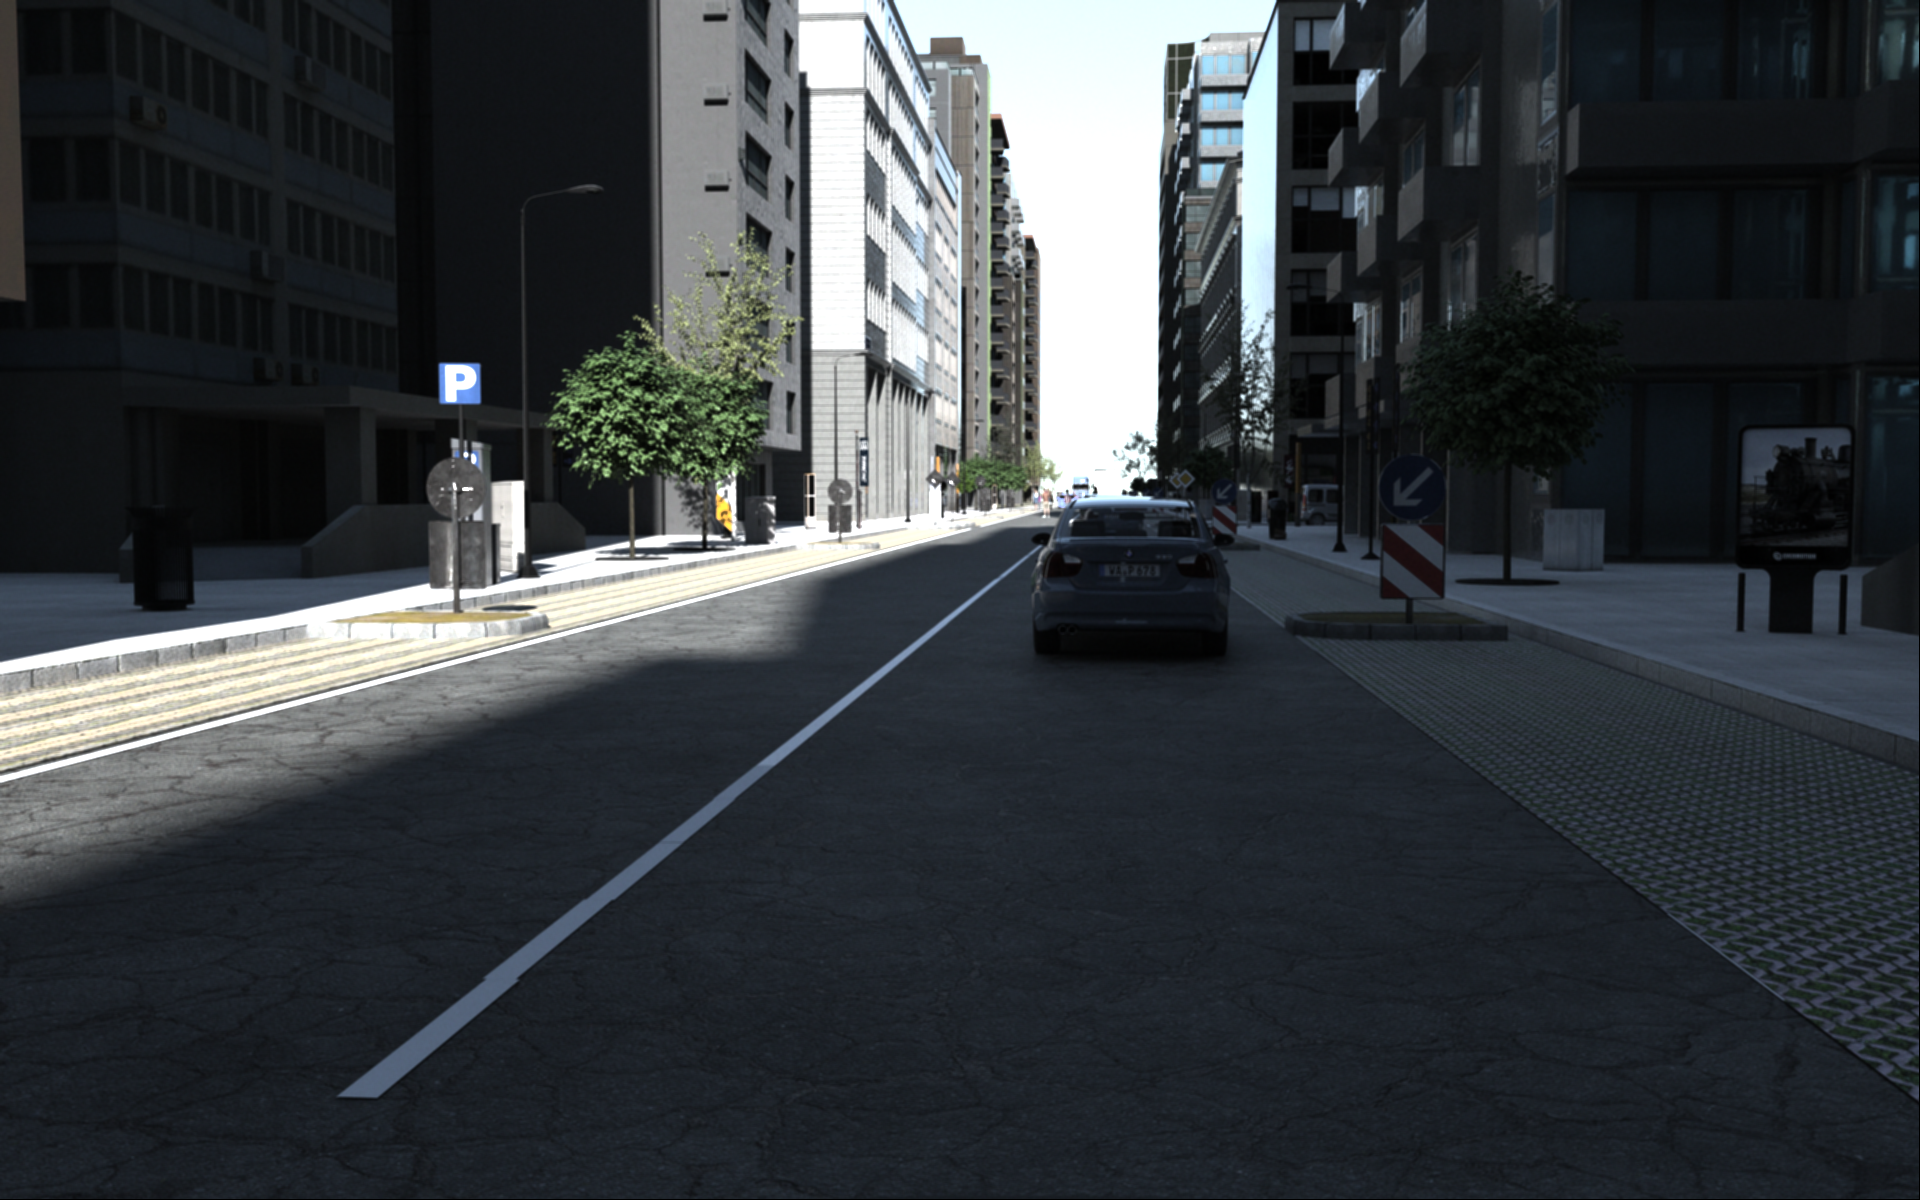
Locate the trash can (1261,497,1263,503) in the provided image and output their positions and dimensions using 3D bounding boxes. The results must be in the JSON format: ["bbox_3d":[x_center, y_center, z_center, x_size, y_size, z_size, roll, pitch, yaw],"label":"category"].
[{"bbox_3d":[13.474,-4.130,79.174,0.748,1.137,0.748,0,3,0],"label":"trash can"}]

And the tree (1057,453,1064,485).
[{"bbox_3d":[11.671,-18.053,245.528,4.737,8.622,4.395,0,3,0],"label":"tree"}]

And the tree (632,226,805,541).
[{"bbox_3d":[-6.415,-5.919,47.132,4.737,8.622,4.395,0,3,0],"label":"tree"}]

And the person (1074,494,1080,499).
[{"bbox_3d":[11.783,-9.923,173.976,0.697,1.427,0.421,-1,4,-22],"label":"person"}]

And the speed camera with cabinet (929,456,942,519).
[{"bbox_3d":[-1.259,-5.819,89.476,0.660,3.252,2.038,0,4,0],"label":"speed camera with cabinet"}]

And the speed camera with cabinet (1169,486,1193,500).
[{"bbox_3d":[19.047,-9.481,149.350,2.038,3.252,0.660,-2,4,-25],"label":"speed camera with cabinet"}]

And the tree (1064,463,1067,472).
[{"bbox_3d":[15.595,-20.764,289.849,4.737,8.622,4.395,0,3,0],"label":"tree"}]

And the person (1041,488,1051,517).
[{"bbox_3d":[5.366,-6.028,107.031,0.573,1.828,0.580,3,5,40],"label":"person"}]

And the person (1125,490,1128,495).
[{"bbox_3d":[15.492,-9.337,161.185,0.705,1.821,1.348,-1,4,-15],"label":"person"}]

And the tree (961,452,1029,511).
[{"bbox_3d":[3.015,-9.951,146.419,4.285,4.588,4.351,0,3,0],"label":"tree"}]

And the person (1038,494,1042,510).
[{"bbox_3d":[7.048,-8.722,154.323,0.991,1.433,0.599,1,4,23],"label":"person"}]

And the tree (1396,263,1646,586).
[{"bbox_3d":[7.975,-2.516,24.843,4.285,4.588,4.351,0,3,0],"label":"tree"}]

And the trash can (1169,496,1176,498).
[{"bbox_3d":[16.024,-7.251,130.201,0.748,1.137,0.748,0,3,0],"label":"trash can"}]

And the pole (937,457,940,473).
[{"bbox_3d":[-1.190,-6.154,94.456,0.158,3.312,0.155,0,3,0],"label":"pole"}]

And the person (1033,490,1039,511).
[{"bbox_3d":[6.578,-8.623,149.513,0.581,1.822,0.654,1,4,15],"label":"person"}]

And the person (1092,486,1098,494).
[{"bbox_3d":[8.349,-5.989,105.783,0.474,1.900,0.648,-3,4,-36],"label":"person"}]

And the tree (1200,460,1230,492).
[{"bbox_3d":[14.376,-6.331,98.116,1.663,3.219,1.824,0,3,0],"label":"tree"}]

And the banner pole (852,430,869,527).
[{"bbox_3d":[-3.857,-4.743,67.558,0.863,3.779,0.401,3,5,40],"label":"banner pole"}]

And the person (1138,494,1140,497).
[{"bbox_3d":[16.559,-9.105,160.620,0.557,1.426,1.065,3,5,43],"label":"person"}]

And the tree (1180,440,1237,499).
[{"bbox_3d":[15.008,-7.403,104.758,4.285,4.588,4.351,0,3,0],"label":"tree"}]

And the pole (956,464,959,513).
[{"bbox_3d":[-0.172,-7.534,117.027,0.158,3.312,0.155,0,3,0],"label":"pole"}]

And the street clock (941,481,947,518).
[{"bbox_3d":[-0.959,-5.292,91.097,0.471,2.002,0.358,-3,5,-39],"label":"street clock"}]

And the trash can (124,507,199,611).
[{"bbox_3d":[-8.816,-0.459,19.163,0.748,1.137,0.748,0,3,0],"label":"trash can"}]

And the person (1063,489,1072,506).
[{"bbox_3d":[6.290,-5.583,100.612,0.563,1.720,0.643,-2,4,-35],"label":"person"}]

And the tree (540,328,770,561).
[{"bbox_3d":[-6.509,-3.068,33.873,4.285,4.588,4.351,0,3,0],"label":"tree"}]

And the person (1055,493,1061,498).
[{"bbox_3d":[11.938,-12.055,206.324,1.217,1.736,0.721,1,4,13],"label":"person"}]

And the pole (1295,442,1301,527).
[{"bbox_3d":[13.349,-4.559,68.381,0.158,3.312,0.155,0,3,0],"label":"pole"}]

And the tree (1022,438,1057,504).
[{"bbox_3d":[9.618,-16.968,227.792,4.737,8.622,4.395,0,3,0],"label":"tree"}]

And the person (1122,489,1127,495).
[{"bbox_3d":[13.112,-7.969,138.573,0.755,1.850,0.659,-1,4,-11],"label":"person"}]

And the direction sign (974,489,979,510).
[{"bbox_3d":[1.365,-9.231,142.915,0.876,3.537,0.379,-1,4,-12],"label":"direction sign"}]

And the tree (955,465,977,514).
[{"bbox_3d":[0.376,-7.337,114.555,1.663,3.219,1.824,0,3,0],"label":"tree"}]

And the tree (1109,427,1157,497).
[{"bbox_3d":[25.054,-18.609,238.670,8.767,10.594,7.601,-3,5,-40],"label":"tree"}]

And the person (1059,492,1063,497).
[{"bbox_3d":[11.829,-11.917,204.127,0.721,1.735,1.217,-1,4,-20],"label":"person"}]

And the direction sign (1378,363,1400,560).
[{"bbox_3d":[7.630,-2.348,30.385,0.379,3.537,0.876,1,4,9],"label":"direction sign"}]

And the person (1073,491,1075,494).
[{"bbox_3d":[13.935,-12.343,210.864,0.434,1.755,0.990,2,4,30],"label":"person"}]

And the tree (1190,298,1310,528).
[{"bbox_3d":[10.881,-6.995,64.729,4.360,8.622,3.978,0,3,0],"label":"tree"}]

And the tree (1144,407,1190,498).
[{"bbox_3d":[17.454,-11.925,145.340,4.360,8.622,3.978,0,3,0],"label":"tree"}]

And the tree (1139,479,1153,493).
[{"bbox_3d":[23.691,-13.728,219.046,1.663,3.219,1.824,0,3,0],"label":"tree"}]

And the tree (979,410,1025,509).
[{"bbox_3d":[3.679,-12.276,151.073,4.360,8.622,3.978,0,3,0],"label":"tree"}]

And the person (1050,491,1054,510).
[{"bbox_3d":[8.484,-9.201,159.644,0.721,1.735,1.217,0,4,-6],"label":"person"}]

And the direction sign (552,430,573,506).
[{"bbox_3d":[-11.534,-3.543,49.932,0.379,3.537,0.876,3,5,43],"label":"direction sign"}]

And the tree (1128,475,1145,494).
[{"bbox_3d":[30.284,-18.949,293.524,4.285,4.588,4.351,0,3,0],"label":"tree"}]

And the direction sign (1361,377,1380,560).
[{"bbox_3d":[8.076,-2.567,33.960,0.379,3.537,0.876,0,4,-1],"label":"direction sign"}]
